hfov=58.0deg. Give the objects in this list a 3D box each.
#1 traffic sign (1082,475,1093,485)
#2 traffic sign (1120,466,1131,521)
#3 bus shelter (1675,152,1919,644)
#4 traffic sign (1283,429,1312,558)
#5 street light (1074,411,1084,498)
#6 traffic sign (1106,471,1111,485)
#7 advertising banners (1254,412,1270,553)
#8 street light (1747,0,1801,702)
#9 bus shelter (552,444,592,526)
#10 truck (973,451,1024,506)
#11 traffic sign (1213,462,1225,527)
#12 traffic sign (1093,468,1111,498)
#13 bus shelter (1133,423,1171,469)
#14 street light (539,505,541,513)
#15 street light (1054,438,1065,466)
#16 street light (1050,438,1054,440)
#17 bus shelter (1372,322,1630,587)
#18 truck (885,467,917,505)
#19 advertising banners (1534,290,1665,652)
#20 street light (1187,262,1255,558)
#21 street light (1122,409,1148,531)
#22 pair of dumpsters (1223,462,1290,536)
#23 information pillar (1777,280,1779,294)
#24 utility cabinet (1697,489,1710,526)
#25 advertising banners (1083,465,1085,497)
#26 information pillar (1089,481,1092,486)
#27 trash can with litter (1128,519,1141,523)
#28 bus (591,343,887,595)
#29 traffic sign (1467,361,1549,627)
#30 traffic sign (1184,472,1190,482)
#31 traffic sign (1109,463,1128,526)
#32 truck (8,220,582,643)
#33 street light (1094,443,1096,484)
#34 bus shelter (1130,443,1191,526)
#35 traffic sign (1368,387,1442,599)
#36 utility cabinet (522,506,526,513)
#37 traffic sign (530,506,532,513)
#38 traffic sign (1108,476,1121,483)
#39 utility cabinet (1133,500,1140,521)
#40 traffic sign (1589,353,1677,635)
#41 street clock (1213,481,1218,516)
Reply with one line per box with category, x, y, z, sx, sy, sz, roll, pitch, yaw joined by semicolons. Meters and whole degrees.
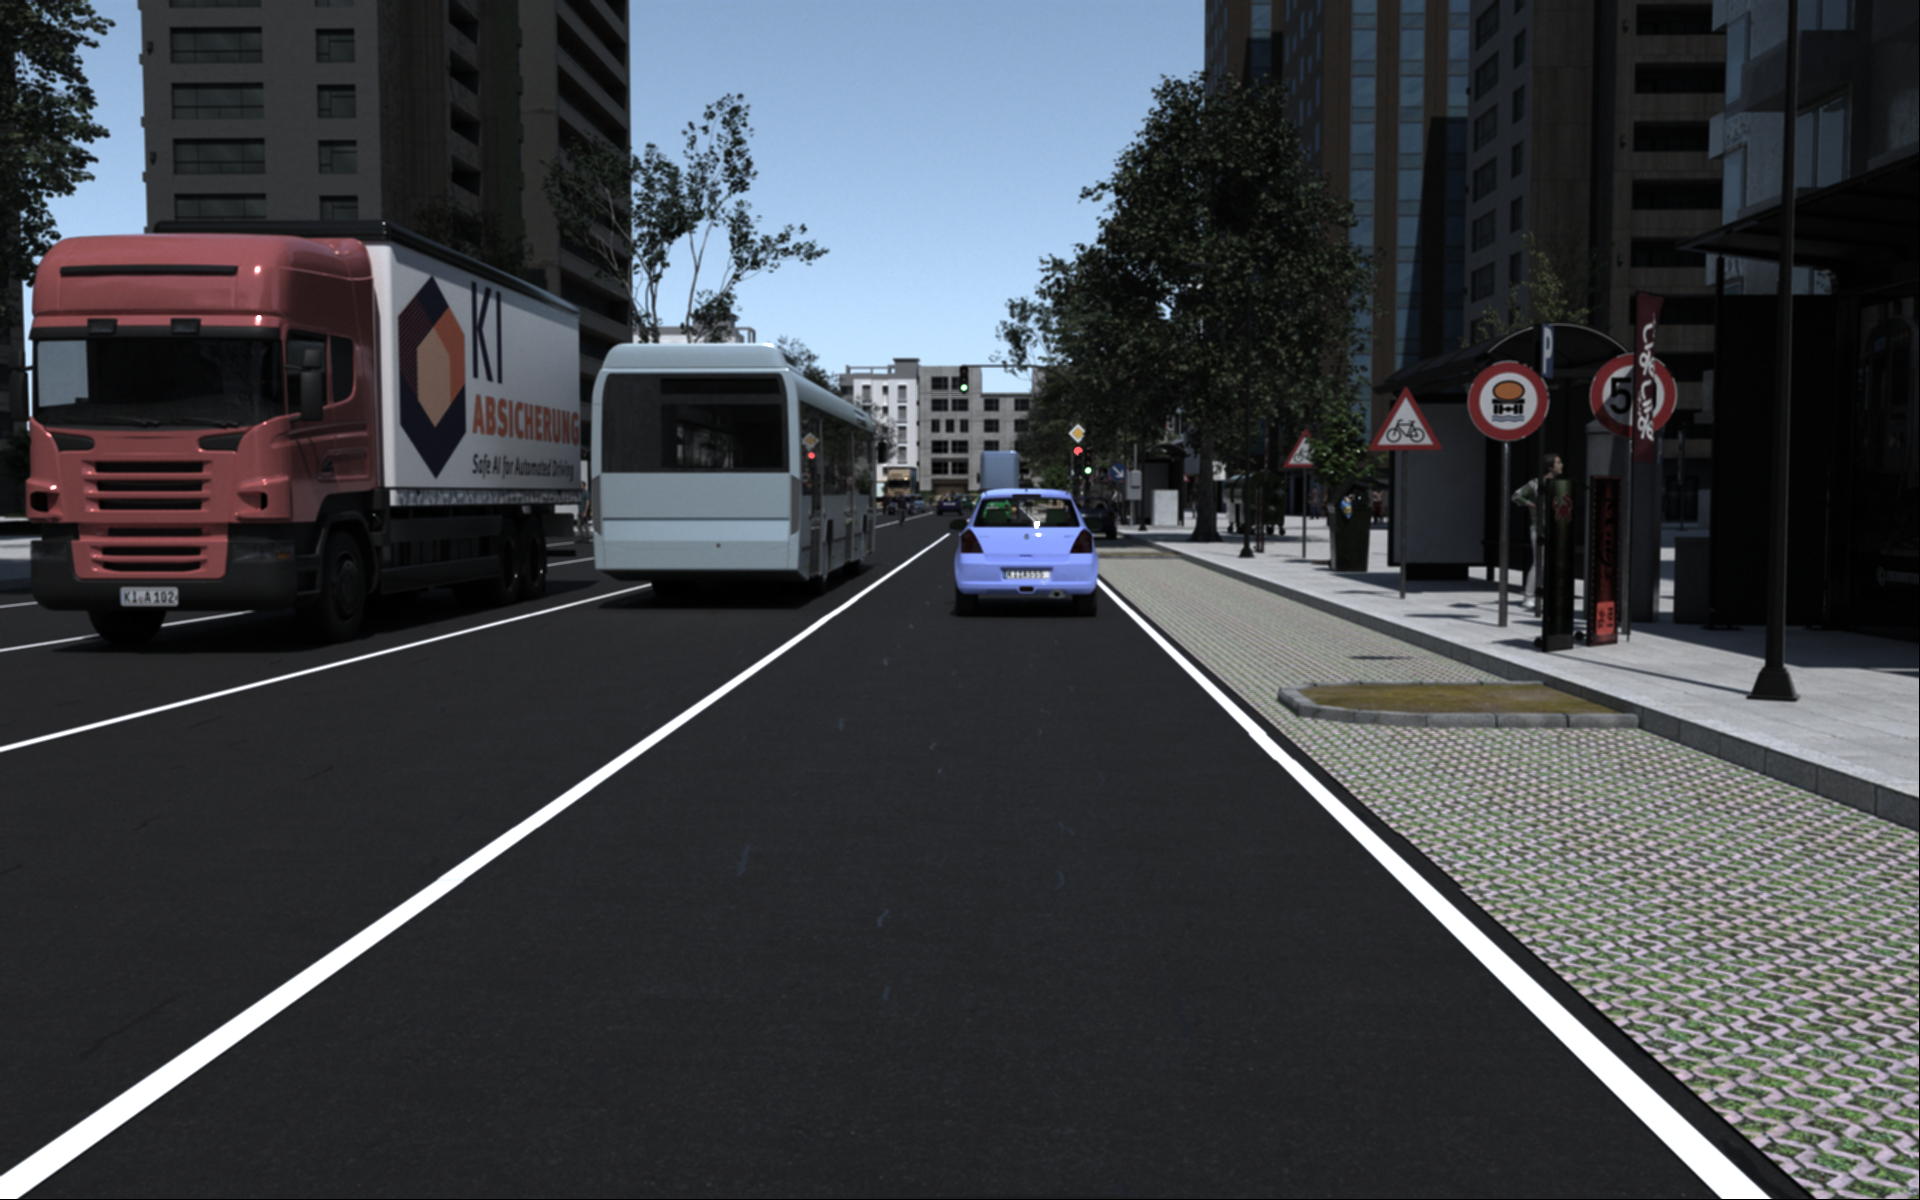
traffic sign;8.206;-6.788;111.083;0.768;2.556;0.104;0;4;3
traffic sign;7.010;-4.552;74.536;0.768;2.556;0.104;1;4;10
bus shelter;7.476;-1.343;13.244;1.731;3.624;6.357;0;4;2
traffic sign;6.863;-2.109;34.481;0.884;2.594;0.081;0;4;3
street light;6.911;-7.532;95.689;1.470;5.913;1.316;0;4;2
traffic sign;8.277;-5.781;94.618;0.768;2.556;0.104;0;4;3
advertising banners;6.607;-2.552;37.919;0.090;3.025;2.074;0;4;3
street light;4.568;-2.335;10.717;1.470;5.913;1.316;0;4;2
bus shelter;-15.444;-4.740;71.425;2.014;3.302;5.546;0;4;2
truck;2.238;-6.847;101.715;2.967;4.110;18.799;0;4;2
traffic sign;8.083;-3.215;54.700;0.606;2.300;0.079;0;4;5
traffic sign;7.084;-5.284;86.394;0.884;2.594;0.081;1;4;11
bus shelter;9.890;-6.831;89.311;2.179;5.291;8.768;0;4;1
street light;-13.837;-5.291;59.042;1.470;5.913;1.316;0;4;2
street light;7.456;-9.025;120.103;1.470;5.913;1.316;0;4;2
street light;8.171;-10.488;144.014;1.470;5.913;1.316;0;4;2
bus shelter;7.093;-1.787;23.146;2.014;3.302;5.546;0;4;1
truck;-6.041;-11.736;180.795;2.839;4.237;11.283;0;4;2
advertising banners;5.430;-1.126;14.603;2.074;3.025;0.090;-3;5;-43
street light;5.251;-3.811;34.844;1.470;5.913;1.316;0;4;2
street light;5.829;-5.361;60.187;1.470;5.913;1.316;0;4;2
pair of dumpsters;9.483;-3.245;55.541;1.574;2.255;4.437;0;4;1
information pillar;9.069;-1.705;19.227;0.183;3.616;0.504;2;4;26
utility cabinet;29.727;-3.679;68.830;0.318;1.500;1.173;0;4;1
advertising banners;7.134;-6.261;98.549;0.090;3.025;2.074;0;4;-2
information pillar;7.442;-5.879;100.618;0.304;2.012;0.304;3;5;44
trash can with litter;7.878;-4.010;76.624;2.233;1.210;1.678;1;4;23
bus;-3.042;-2.010;27.729;2.948;3.499;13.247;0;4;2
traffic sign;5.248;-1.013;16.665;0.768;2.556;0.104;0;4;4
traffic sign;9.495;-4.584;74.947;0.884;2.594;0.081;0;4;2
traffic sign;6.427;-4.297;70.354;0.768;2.556;0.104;1;4;10
truck;-6.967;-1.904;20.052;2.839;4.237;11.283;0;4;2
street light;6.266;-6.035;71.206;1.470;5.913;1.316;0;4;2
bus shelter;8.236;-4.747;71.542;2.014;3.302;5.546;0;4;1
traffic sign;5.414;-1.291;21.116;0.884;2.594;0.081;0;4;5
utility cabinet;-18.232;-3.656;70.939;1.020;1.237;0.306;2;4;35
traffic sign;-17.091;-4.220;68.992;0.884;2.594;0.081;0;4;7
traffic sign;8.056;-5.471;89.563;0.768;2.556;0.104;0;4;4
utility cabinet;8.506;-4.396;80.554;1.173;1.500;0.318;1;4;23
traffic sign;6.079;-0.955;15.728;0.768;2.556;0.104;0;4;5
street clock;8.128;-3.123;55.630;0.358;2.002;0.471;1;4;13
